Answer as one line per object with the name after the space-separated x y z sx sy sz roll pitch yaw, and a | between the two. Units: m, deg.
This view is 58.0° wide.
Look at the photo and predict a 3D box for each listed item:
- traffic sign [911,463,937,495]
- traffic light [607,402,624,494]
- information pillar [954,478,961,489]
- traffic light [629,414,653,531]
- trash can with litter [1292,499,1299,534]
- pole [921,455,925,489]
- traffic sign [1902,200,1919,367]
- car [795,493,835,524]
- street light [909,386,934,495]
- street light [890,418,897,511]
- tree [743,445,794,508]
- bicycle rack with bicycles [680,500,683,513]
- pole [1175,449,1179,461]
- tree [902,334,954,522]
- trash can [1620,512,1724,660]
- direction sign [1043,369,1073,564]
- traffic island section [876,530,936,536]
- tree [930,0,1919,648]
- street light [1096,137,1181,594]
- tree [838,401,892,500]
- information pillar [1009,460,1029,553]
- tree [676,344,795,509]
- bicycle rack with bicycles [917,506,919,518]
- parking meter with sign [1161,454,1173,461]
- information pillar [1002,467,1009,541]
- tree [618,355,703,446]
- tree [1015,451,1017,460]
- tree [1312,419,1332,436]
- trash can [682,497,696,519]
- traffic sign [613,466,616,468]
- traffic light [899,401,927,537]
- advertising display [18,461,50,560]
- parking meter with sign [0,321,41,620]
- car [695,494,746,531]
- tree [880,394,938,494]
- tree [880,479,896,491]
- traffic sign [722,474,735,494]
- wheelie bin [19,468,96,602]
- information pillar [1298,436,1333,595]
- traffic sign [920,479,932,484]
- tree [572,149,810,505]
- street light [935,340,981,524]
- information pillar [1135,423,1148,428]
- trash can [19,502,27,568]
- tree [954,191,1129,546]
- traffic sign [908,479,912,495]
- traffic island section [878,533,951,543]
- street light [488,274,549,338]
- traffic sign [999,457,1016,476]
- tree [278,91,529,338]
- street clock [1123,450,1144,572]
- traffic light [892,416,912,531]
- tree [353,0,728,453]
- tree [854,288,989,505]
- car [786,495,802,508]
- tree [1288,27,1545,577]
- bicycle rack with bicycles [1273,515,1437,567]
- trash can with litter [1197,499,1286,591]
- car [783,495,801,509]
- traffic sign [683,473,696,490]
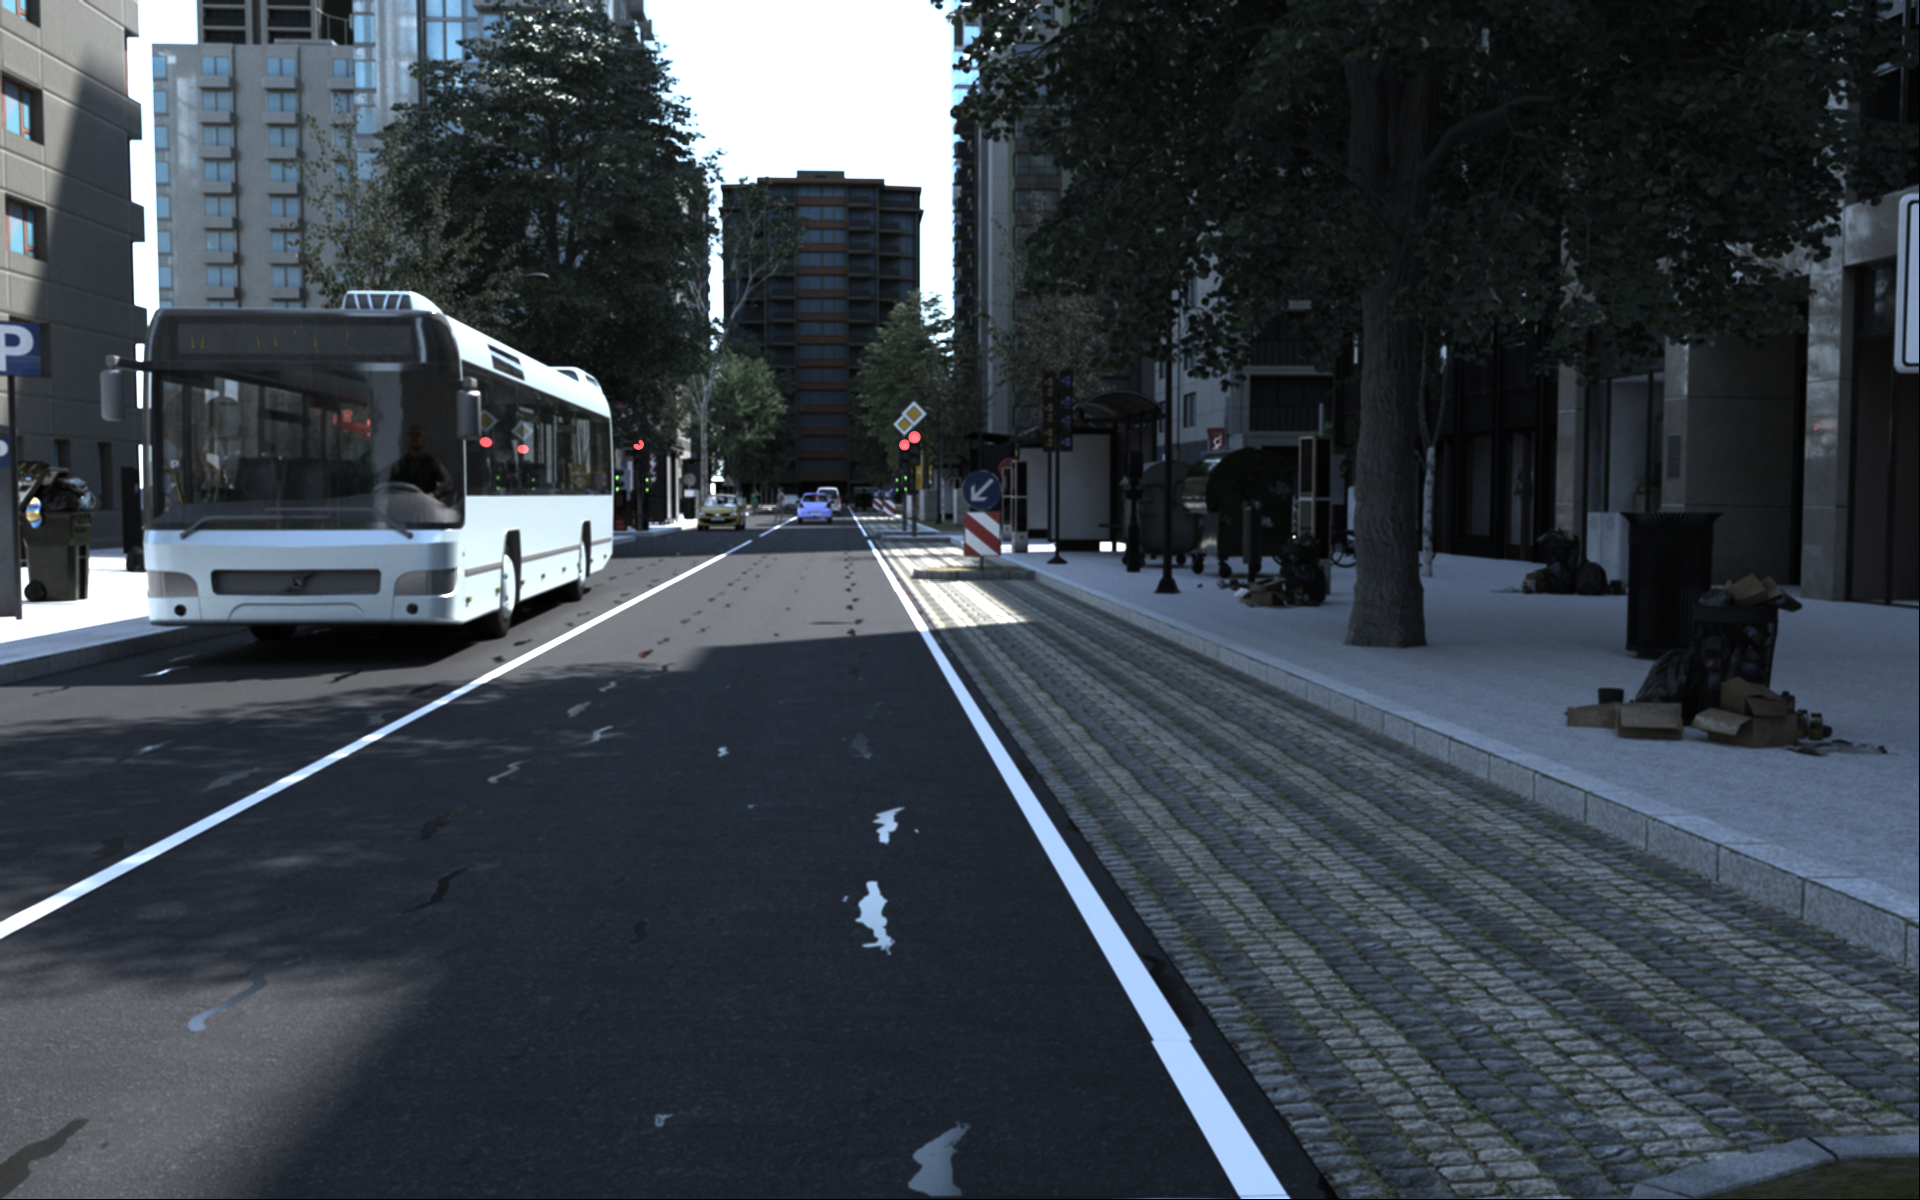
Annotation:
-2.293 -7.119 110.272 2.265 3.308 0.079 0 4 3 | traffic sign
-10.440 -3.829 51.528 0.839 4.253 0.868 0 4 -4 | traffic light
-0.097 -4.476 77.676 0.304 2.012 0.304 0 4 5 | information pillar
-10.988 -4.316 59.495 0.839 4.253 0.868 0 4 -4 | traffic light
8.760 -1.944 43.169 1.055 1.170 0.624 -2 4 -31 | trash can with litter
-1.926 -5.881 89.995 0.158 3.312 0.155 0 3 0 | pole
3.511 -0.235 5.974 0.606 2.300 0.079 0 4 5 | traffic sign
-7.152 -4.635 85.371 1.945 1.707 3.694 0 4 -5 | car
-1.460 -6.242 74.601 1.470 5.913 1.316 0 4 -4 | street light
-3.555 -8.075 104.567 1.470 5.913 1.316 0 4 -4 | street light
-21.799 -15.042 196.294 4.737 8.622 4.395 0 3 0 | tree
-18.541 -6.270 115.893 2.925 0.926 2.852 2 4 35 | bicycle rack with bicycles
9.823 -5.176 78.474 0.158 3.312 0.155 0 3 0 | pole
-0.539 -7.965 80.585 4.360 8.622 3.978 0 3 0 | tree
5.527 -0.113 13.495 0.748 1.137 0.748 0 3 0 | trash can
1.795 -2.440 31.895 0.379 3.537 0.876 -2 4 -33 | direction sign
-1.908 -2.322 60.247 2.009 0.180 2.903 0 4 -4 | traffic island section
3.745 -6.586 14.343 9.857 13.997 8.962 0 3 0 | tree
2.152 -3.042 22.285 1.470 5.913 1.316 0 4 -4 | street light
-9.059 -18.286 209.338 12.009 13.543 11.850 0 3 0 | tree
1.314 -2.048 37.979 0.304 2.012 0.304 -1 4 -14 | information pillar
-15.854 -11.893 120.214 9.928 11.665 9.643 0 3 0 | tree
-1.107 -4.866 92.947 2.925 0.926 2.852 -2 4 -32 | bicycle rack with bicycles
8.907 -4.837 75.347 0.543 3.016 1.738 0 4 1 | parking meter with sign
1.351 -2.612 47.203 0.304 2.012 0.304 2 4 28 | information pillar
-14.054 -8.010 81.326 4.360 8.622 3.978 0 3 0 | tree
2.913 -7.578 107.612 4.285 4.588 4.351 0 3 0 | tree
14.559 -5.002 65.497 4.285 4.588 4.351 0 3 0 | tree
-13.679 -4.642 87.551 0.748 1.137 0.748 0 3 0 | trash can
-13.478 -4.038 66.132 0.768 2.556 0.104 0 4 0 | traffic sign
-1.401 -3.868 52.164 0.839 4.253 0.868 0 4 -4 | traffic light
-18.255 -1.754 33.891 0.974 1.923 0.123 1 4 11 | advertising display
-10.177 -1.338 18.141 1.738 3.016 0.543 3 5 45 | parking meter with sign
-9.540 -3.613 69.289 2.015 1.641 3.980 0 4 -3 | car
-3.574 -10.171 116.662 4.737 8.622 4.395 0 3 0 | tree
-8.010 -11.997 190.753 1.663 3.219 1.824 0 3 0 | tree
-15.097 -6.906 112.922 0.884 2.594 0.081 0 4 -2 | traffic sign
-10.858 -0.794 20.888 0.693 1.594 0.980 0 4 -6 | wheelie bin
4.533 -1.078 22.121 0.304 2.012 0.304 -2 4 -29 | information pillar
-2.138 -6.646 109.852 0.795 2.450 0.064 0 4 2 | traffic sign
-15.461 -14.613 94.803 12.611 20.169 13.585 0 3 0 | tree
0.062 -4.875 52.251 1.470 5.913 1.316 0 4 -4 | street light
5.022 -3.466 48.017 0.183 3.616 0.504 -2 4 -33 | information pillar
-16.537 -1.143 30.348 0.748 1.137 0.748 0 3 0 | trash can
2.343 -5.609 42.067 4.360 8.622 3.978 0 3 0 | tree
-3.180 -6.570 107.529 0.768 2.556 0.104 0 4 3 | traffic sign
-1.360 -1.835 52.281 2.009 0.180 2.903 0 4 -4 | traffic island section
-9.362 -3.919 36.610 1.470 5.913 1.316 0 4 -4 | street light
1.722 -3.667 60.060 0.768 2.556 0.104 0 4 4 | traffic sign
-10.568 -5.018 32.407 4.360 8.622 3.978 0 3 0 | tree
2.857 -1.464 28.504 0.358 2.002 0.471 0 4 -6 | street clock
-1.949 -4.355 60.130 0.839 4.253 0.868 0 4 -4 | traffic light
-10.363 -8.375 43.588 9.857 13.997 8.962 0 3 0 | tree
-2.296 -10.888 96.139 7.486 12.596 7.792 0 3 0 | tree
-16.879 -10.039 176.720 1.945 1.354 3.894 0 4 -4 | car
7.211 -4.677 26.838 4.360 8.622 3.978 0 3 0 | tree
7.058 -1.085 31.119 2.925 0.926 2.852 1 4 9 | bicycle rack with bicycles
4.098 -0.777 23.769 1.678 1.210 2.233 0 4 7 | trash can with litter
-16.592 -9.642 170.016 2.083 1.381 4.827 0 4 -4 | car
-16.549 -6.479 106.039 0.768 2.556 0.104 0 4 -3 | traffic sign
